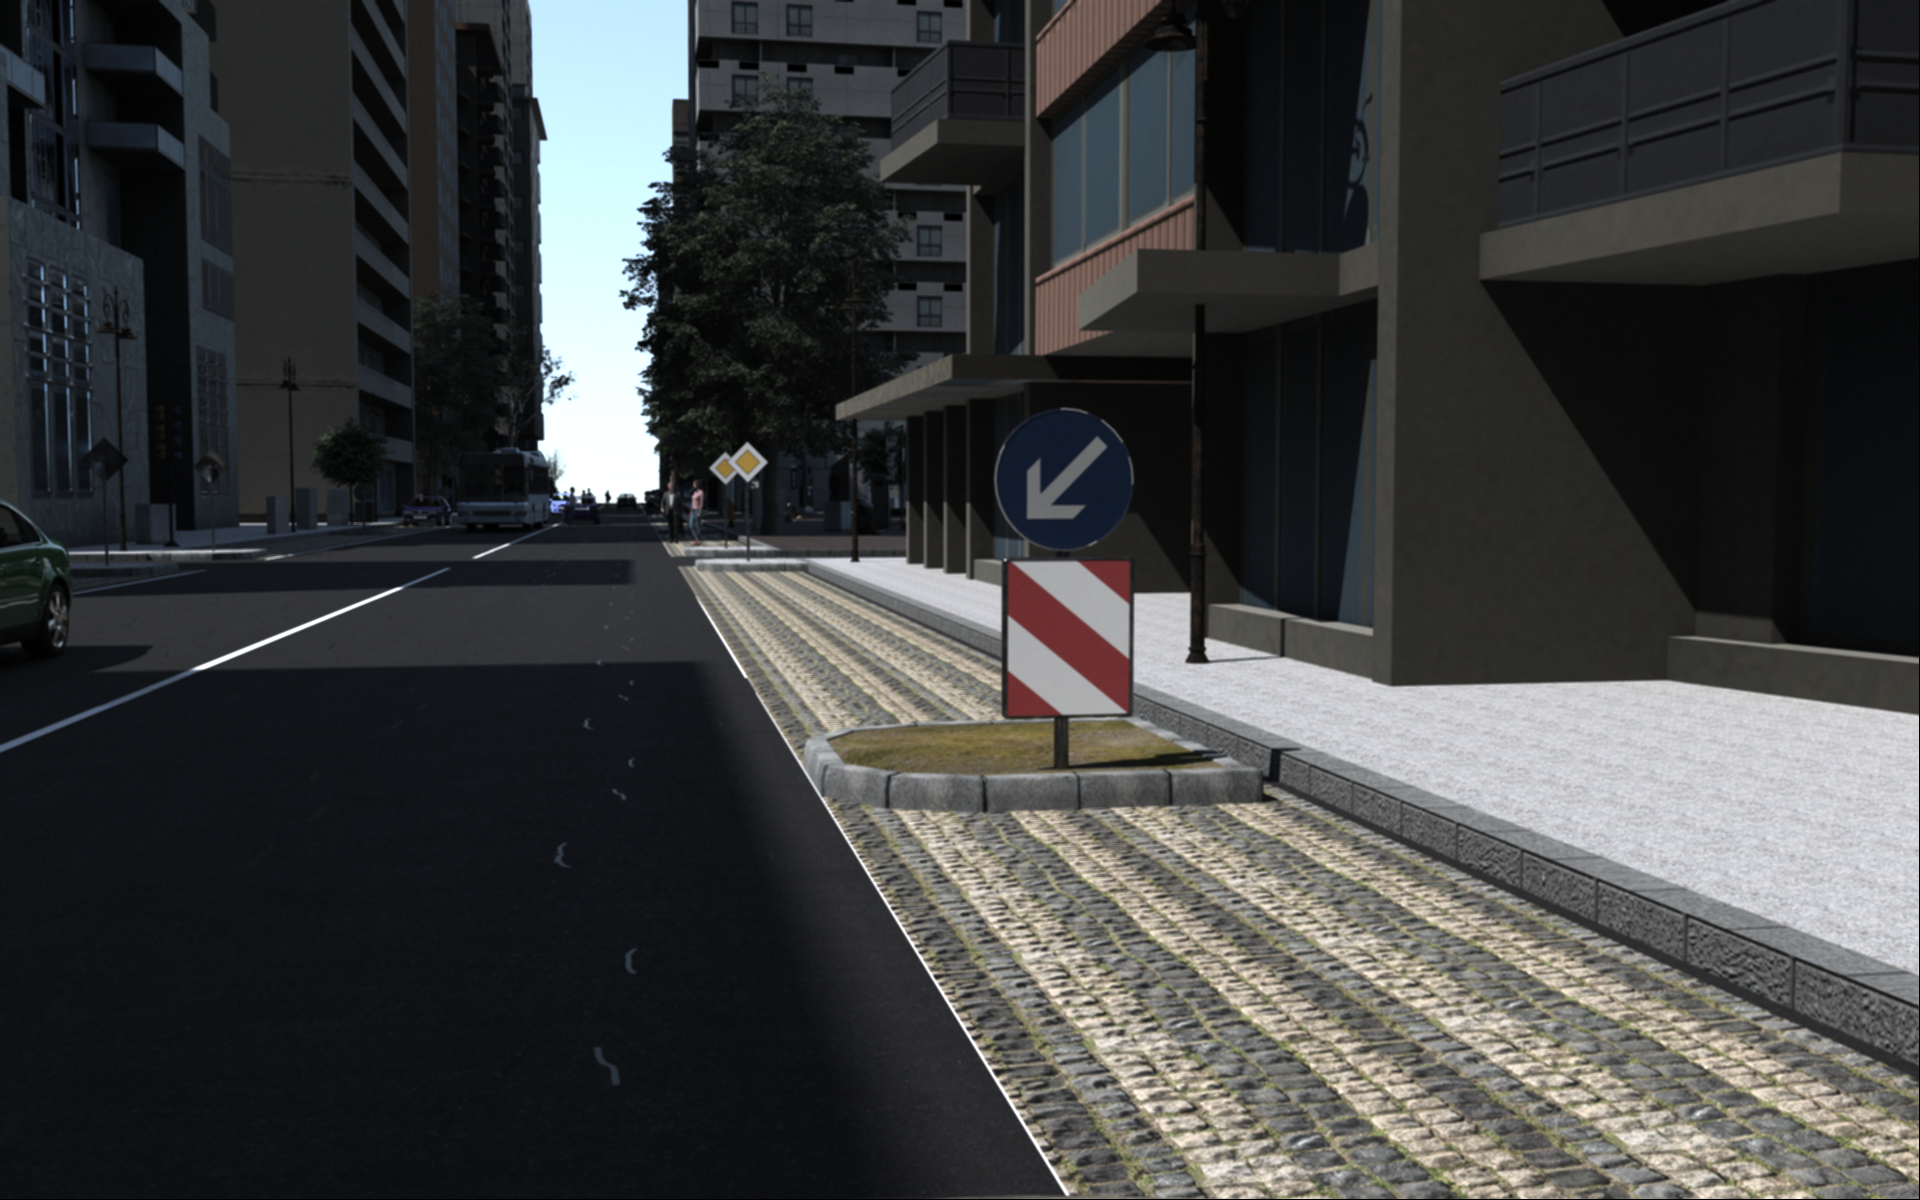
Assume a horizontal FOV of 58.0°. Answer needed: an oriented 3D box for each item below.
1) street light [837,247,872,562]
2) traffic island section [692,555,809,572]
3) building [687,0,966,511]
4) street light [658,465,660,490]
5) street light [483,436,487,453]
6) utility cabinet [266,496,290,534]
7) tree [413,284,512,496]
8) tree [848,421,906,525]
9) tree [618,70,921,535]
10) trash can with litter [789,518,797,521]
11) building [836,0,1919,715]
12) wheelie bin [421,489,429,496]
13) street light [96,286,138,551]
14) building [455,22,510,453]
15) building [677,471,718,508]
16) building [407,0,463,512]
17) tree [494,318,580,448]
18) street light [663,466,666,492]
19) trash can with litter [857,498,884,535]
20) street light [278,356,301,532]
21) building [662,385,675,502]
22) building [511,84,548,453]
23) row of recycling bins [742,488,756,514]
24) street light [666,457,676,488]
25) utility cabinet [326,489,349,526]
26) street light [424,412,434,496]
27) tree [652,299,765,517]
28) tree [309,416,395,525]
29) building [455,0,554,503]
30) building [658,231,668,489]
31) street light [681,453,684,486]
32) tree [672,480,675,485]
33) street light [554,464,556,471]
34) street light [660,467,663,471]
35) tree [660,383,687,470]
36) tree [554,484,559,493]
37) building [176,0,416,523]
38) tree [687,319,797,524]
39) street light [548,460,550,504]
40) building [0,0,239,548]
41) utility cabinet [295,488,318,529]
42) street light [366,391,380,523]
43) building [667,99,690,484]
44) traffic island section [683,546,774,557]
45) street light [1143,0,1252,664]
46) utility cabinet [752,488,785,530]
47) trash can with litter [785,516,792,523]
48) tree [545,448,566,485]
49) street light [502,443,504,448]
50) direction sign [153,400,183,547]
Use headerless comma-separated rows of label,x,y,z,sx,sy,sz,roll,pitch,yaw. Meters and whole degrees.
street light,-1.986,-3.660,32.634,0.468,5.910,1.993,-1,4,-11
traffic island section,-4.019,-0.660,33.064,2.009,0.180,2.903,-1,4,-11
building,-8.399,-33.876,143.103,28.713,52.752,27.495,-1,4,-11
street light,-43.264,-17.040,251.393,0.468,5.910,1.993,-1,4,-11
street light,-36.878,-9.884,134.383,0.468,5.910,1.993,-1,4,-11
utility cabinet,-21.969,-2.729,55.777,0.306,1.237,1.020,0,4,4
tree,-32.462,-12.204,106.184,9.857,13.997,8.962,0,3,0
tree,-3.037,-5.496,73.575,4.285,4.588,4.351,0,3,0
tree,-5.930,-9.025,54.206,9.857,13.997,8.962,0,3,0
trash can with litter,-8.735,-4.481,84.318,1.678,1.210,2.233,-2,4,-35
building,10.785,-22.355,20.126,22.147,44.769,28.867,-1,4,-11
wheelie bin,-33.906,-6.271,110.431,0.980,1.594,0.693,-1,4,-14
street light,-18.749,-4.027,38.634,0.468,5.910,1.993,-1,4,-11
building,-53.199,-30.780,157.882,22.147,44.769,28.867,-1,4,-11
building,-16.773,-44.500,165.835,20.563,71.187,20.611,-1,4,-11
building,-41.763,-28.563,117.108,14.600,45.320,14.200,-1,4,-11
tree,-46.644,-20.067,183.979,12.611,20.169,13.585,0,3,0
street light,-35.672,-14.587,211.287,0.468,5.910,1.993,-1,4,-11
trash can with litter,-2.842,-2.658,54.845,1.055,1.170,0.624,3,5,44
street light,-22.499,-5.228,58.270,0.468,5.910,1.993,-1,4,-11
building,-28.055,-24.516,245.873,27.650,21.520,28.899,-1,4,-11
building,-68.524,-38.879,224.914,28.713,52.752,27.495,-1,4,-11
row of recycling bins,-12.592,-6.291,109.978,3.534,1.692,1.069,3,5,45
street light,-31.621,-13.279,189.901,0.468,5.910,1.993,-1,4,-11
utility cabinet,-24.985,-3.718,69.473,1.173,1.500,0.318,3,5,41
street light,-29.989,-7.655,97.953,0.468,5.910,1.993,-1,4,-11
tree,-13.497,-11.006,98.070,7.486,12.596,7.792,0,3,0
tree,-25.259,-5.403,72.054,4.285,4.588,4.351,0,3,0
building,-69.526,-49.583,248.936,20.563,71.187,20.611,-1,4,-11
building,-39.179,-35.613,265.870,14.154,41.232,14.086,-1,4,-11
street light,-24.174,-10.866,150.443,0.468,5.910,1.993,-1,4,-11
tree,-32.494,-12.503,199.031,1.663,3.219,1.824,0,3,0
street light,-59.784,-17.301,255.651,0.468,5.910,1.993,-1,4,-11
street light,-39.542,-15.824,231.511,0.468,5.910,1.993,-1,4,-11
tree,-16.730,-9.731,109.467,4.360,8.622,3.978,0,3,0
tree,-62.460,-16.567,265.467,1.663,3.219,1.824,0,3,0
building,-39.112,-28.137,83.745,21.300,48.544,21.600,-1,4,-11
tree,-8.959,-7.564,74.037,4.360,8.622,3.978,0,3,0
street light,-55.823,-16.048,235.169,0.468,5.910,1.993,-1,4,-11
building,-34.343,-44.991,48.279,22.319,86.520,31.000,-1,4,-11
utility cabinet,-23.638,-3.302,62.660,0.318,1.500,1.173,-3,5,-44
street light,-26.329,-6.428,77.891,0.468,5.910,1.993,-1,4,-11
building,-23.309,-30.590,183.748,14.154,41.232,14.086,-1,4,-11
traffic island section,-5.501,-1.139,40.911,2.009,0.180,2.903,-1,4,-11
street light,1.806,-2.460,13.006,0.468,5.910,1.993,-1,4,-11
utility cabinet,-6.833,-3.246,61.759,1.173,1.500,0.318,-2,4,-34
trash can with litter,-8.109,-4.068,77.893,1.055,1.170,0.624,-3,5,-41
tree,-63.332,-19.531,269.699,4.360,8.622,3.978,0,3,0
street light,-40.582,-11.085,154.028,0.468,5.910,1.993,-1,4,-11
direction sign,-19.218,-3.066,42.119,0.379,3.537,0.876,1,4,19
